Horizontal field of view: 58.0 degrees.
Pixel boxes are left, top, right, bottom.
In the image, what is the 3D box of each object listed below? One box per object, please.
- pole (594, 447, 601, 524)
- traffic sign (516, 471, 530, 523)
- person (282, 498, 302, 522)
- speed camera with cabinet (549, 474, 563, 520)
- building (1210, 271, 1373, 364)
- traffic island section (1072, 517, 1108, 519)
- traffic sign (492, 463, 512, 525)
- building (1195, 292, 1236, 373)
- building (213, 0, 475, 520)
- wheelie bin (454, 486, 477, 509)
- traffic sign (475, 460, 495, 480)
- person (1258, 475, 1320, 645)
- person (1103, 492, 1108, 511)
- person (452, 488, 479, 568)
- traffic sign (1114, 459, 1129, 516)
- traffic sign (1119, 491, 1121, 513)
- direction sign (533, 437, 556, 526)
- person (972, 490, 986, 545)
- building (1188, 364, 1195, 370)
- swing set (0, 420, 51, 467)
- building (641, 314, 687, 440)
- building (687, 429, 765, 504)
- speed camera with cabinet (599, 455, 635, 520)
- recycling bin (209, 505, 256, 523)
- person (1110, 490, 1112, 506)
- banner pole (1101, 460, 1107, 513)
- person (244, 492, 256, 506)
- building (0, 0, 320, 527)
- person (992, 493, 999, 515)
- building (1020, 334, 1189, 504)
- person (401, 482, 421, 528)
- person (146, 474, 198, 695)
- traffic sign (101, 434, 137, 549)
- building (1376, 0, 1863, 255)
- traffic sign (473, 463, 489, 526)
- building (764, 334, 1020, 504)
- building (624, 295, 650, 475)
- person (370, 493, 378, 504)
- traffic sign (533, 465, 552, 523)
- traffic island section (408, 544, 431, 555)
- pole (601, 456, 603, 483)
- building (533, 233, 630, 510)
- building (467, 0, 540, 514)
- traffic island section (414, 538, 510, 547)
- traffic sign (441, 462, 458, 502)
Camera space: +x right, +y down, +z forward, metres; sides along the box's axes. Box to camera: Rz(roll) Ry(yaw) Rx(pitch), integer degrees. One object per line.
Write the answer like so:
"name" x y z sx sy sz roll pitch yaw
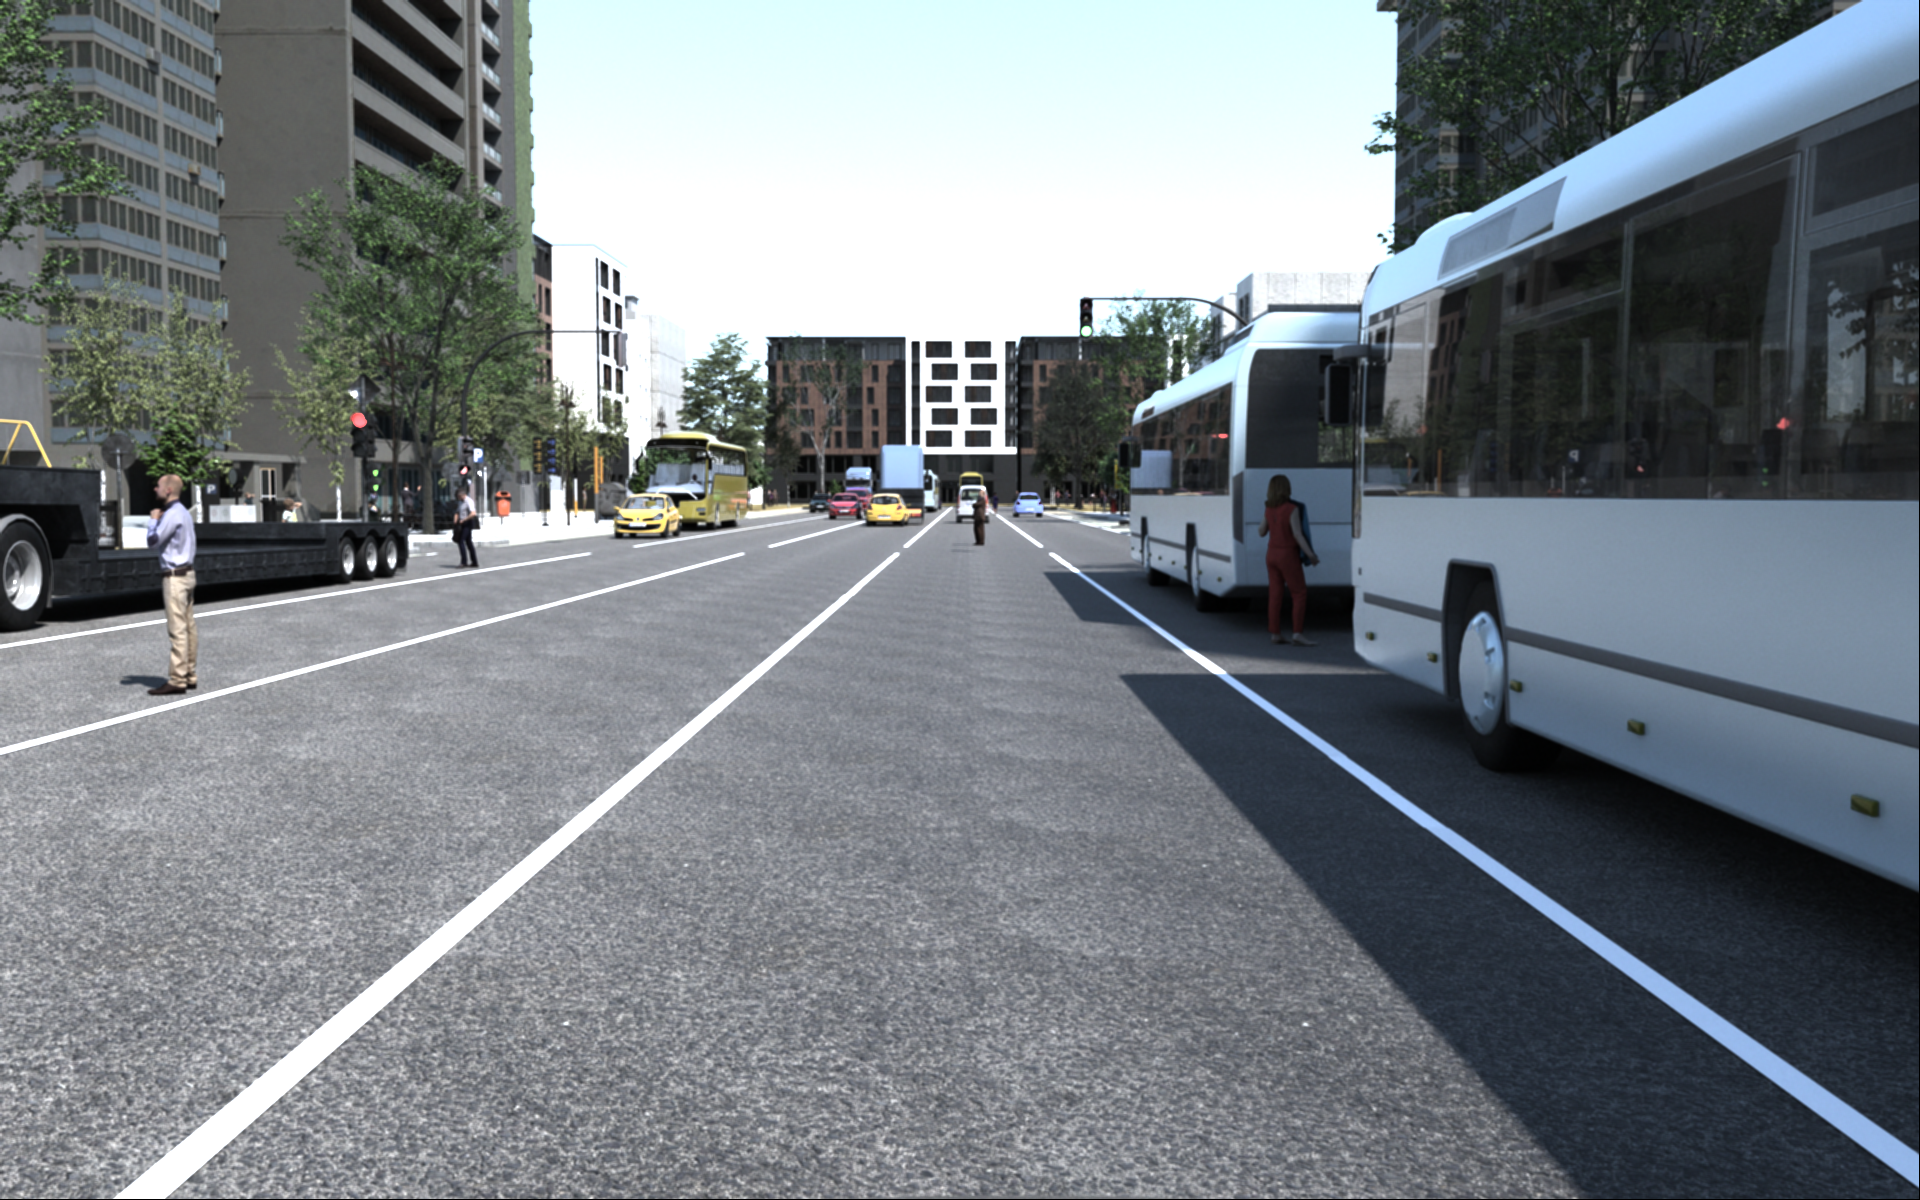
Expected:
"pole" -15.692 -4.946 74.713 0.158 3.312 0.155 0 3 0
"traffic sign" -19.045 -4.488 75.513 0.606 2.300 0.079 0 4 1
"person" -13.221 -1.345 34.394 0.340 1.345 0.435 0 4 5
"speed camera with cabinet" -20.077 -5.610 86.066 0.660 3.252 2.038 -1 4 -14
"building" 31.596 -17.106 146.139 16.747 18.905 31.486 0 4 0
"traffic island section" 7.501 -4.730 100.203 1.991 0.108 1.994 0 4 0
"traffic sign" -19.233 -4.449 72.752 0.884 2.594 0.081 0 4 6
"building" 31.797 -19.026 167.493 16.016 20.091 11.380 0 4 0
"building" -40.762 -28.860 95.570 21.300 48.544 21.600 0 4 0
"wheelie bin" -18.465 -3.467 64.593 0.980 1.594 0.693 2 4 30
"traffic sign" -18.431 -4.129 67.248 0.795 2.593 0.064 0 4 6
"person" 3.134 -0.387 16.537 0.444 1.614 0.593 -1 4 -12
"person" 11.244 -7.624 133.918 0.599 1.433 0.991 -1 4 -17
"person" -9.574 -1.397 33.557 0.590 1.554 0.614 -3 5 -41
"traffic sign" 10.004 -6.474 99.723 2.265 3.308 0.079 1 4 9
"traffic sign" 11.118 -7.345 120.201 0.768 2.556 0.104 0 4 5
"direction sign" -16.524 -4.706 68.946 0.876 3.537 0.379 -1 4 -11
"person" 0.534 -2.303 48.423 0.388 1.546 0.482 -1 4 -12
"building" 31.927 -19.762 179.530 16.016 20.091 11.380 0 4 0
"swing set" -20.179 -2.350 36.042 2.862 2.851 3.119 0 4 3
"building" -45.150 -19.072 178.290 31.486 18.905 16.747 0 4 0
"building" -39.382 -17.344 225.718 28.070 9.664 9.099 0 4 0
"speed camera with cabinet" -17.037 -5.647 86.663 2.038 3.252 0.660 0 4 -5
"recycling bin" -16.479 -1.633 39.259 0.722 1.027 0.722 2 4 23
"person" 16.927 -11.406 193.333 0.445 1.727 0.742 0 4 -6
"banner pole" 9.888 -7.832 118.064 0.401 3.779 0.863 0 4 -8
"person" -28.652 -3.672 69.983 0.340 1.345 0.435 2 4 35
"building" -46.126 -23.316 73.093 32.217 40.220 23.993 0 4 0
"person" 2.439 -6.587 118.569 0.453 1.535 0.546 1 4 9
"building" 24.206 -23.861 234.105 32.646 21.610 27.936 0 4 0
"person" -20.444 -3.529 64.537 0.742 1.727 0.445 -1 4 -13
"person" -5.697 -0.119 12.512 0.319 1.574 0.516 0 4 -4
"traffic sign" -17.730 -2.227 36.524 0.768 2.556 0.104 0 4 3
"building" 41.448 -25.615 110.681 32.217 40.220 23.993 0 4 0
"traffic sign" -18.963 -4.195 68.689 0.768 2.556 0.104 0 4 7
"building" -8.983 -23.901 234.757 32.646 21.610 27.936 0 4 0
"building" -37.376 -18.701 162.176 16.016 20.091 11.380 0 4 0
"person" -29.855 -4.902 88.247 0.319 1.574 0.516 1 4 21
"traffic sign" -18.349 -4.652 76.065 0.884 2.594 0.081 1 4 9
"traffic island section" -13.824 -1.101 40.282 2.009 0.180 2.903 0 4 0
"pole" -19.339 -6.092 93.440 0.158 3.312 0.155 0 3 0
"building" -43.832 -18.098 139.880 27.936 21.610 32.646 0 4 0
"building" -36.562 -26.299 113.585 14.154 41.232 14.086 0 4 0
"traffic island section" -13.790 -1.589 48.267 2.009 0.180 2.903 0 4 0
"traffic sign" -20.138 -4.186 68.542 0.768 2.556 0.104 0 4 1
